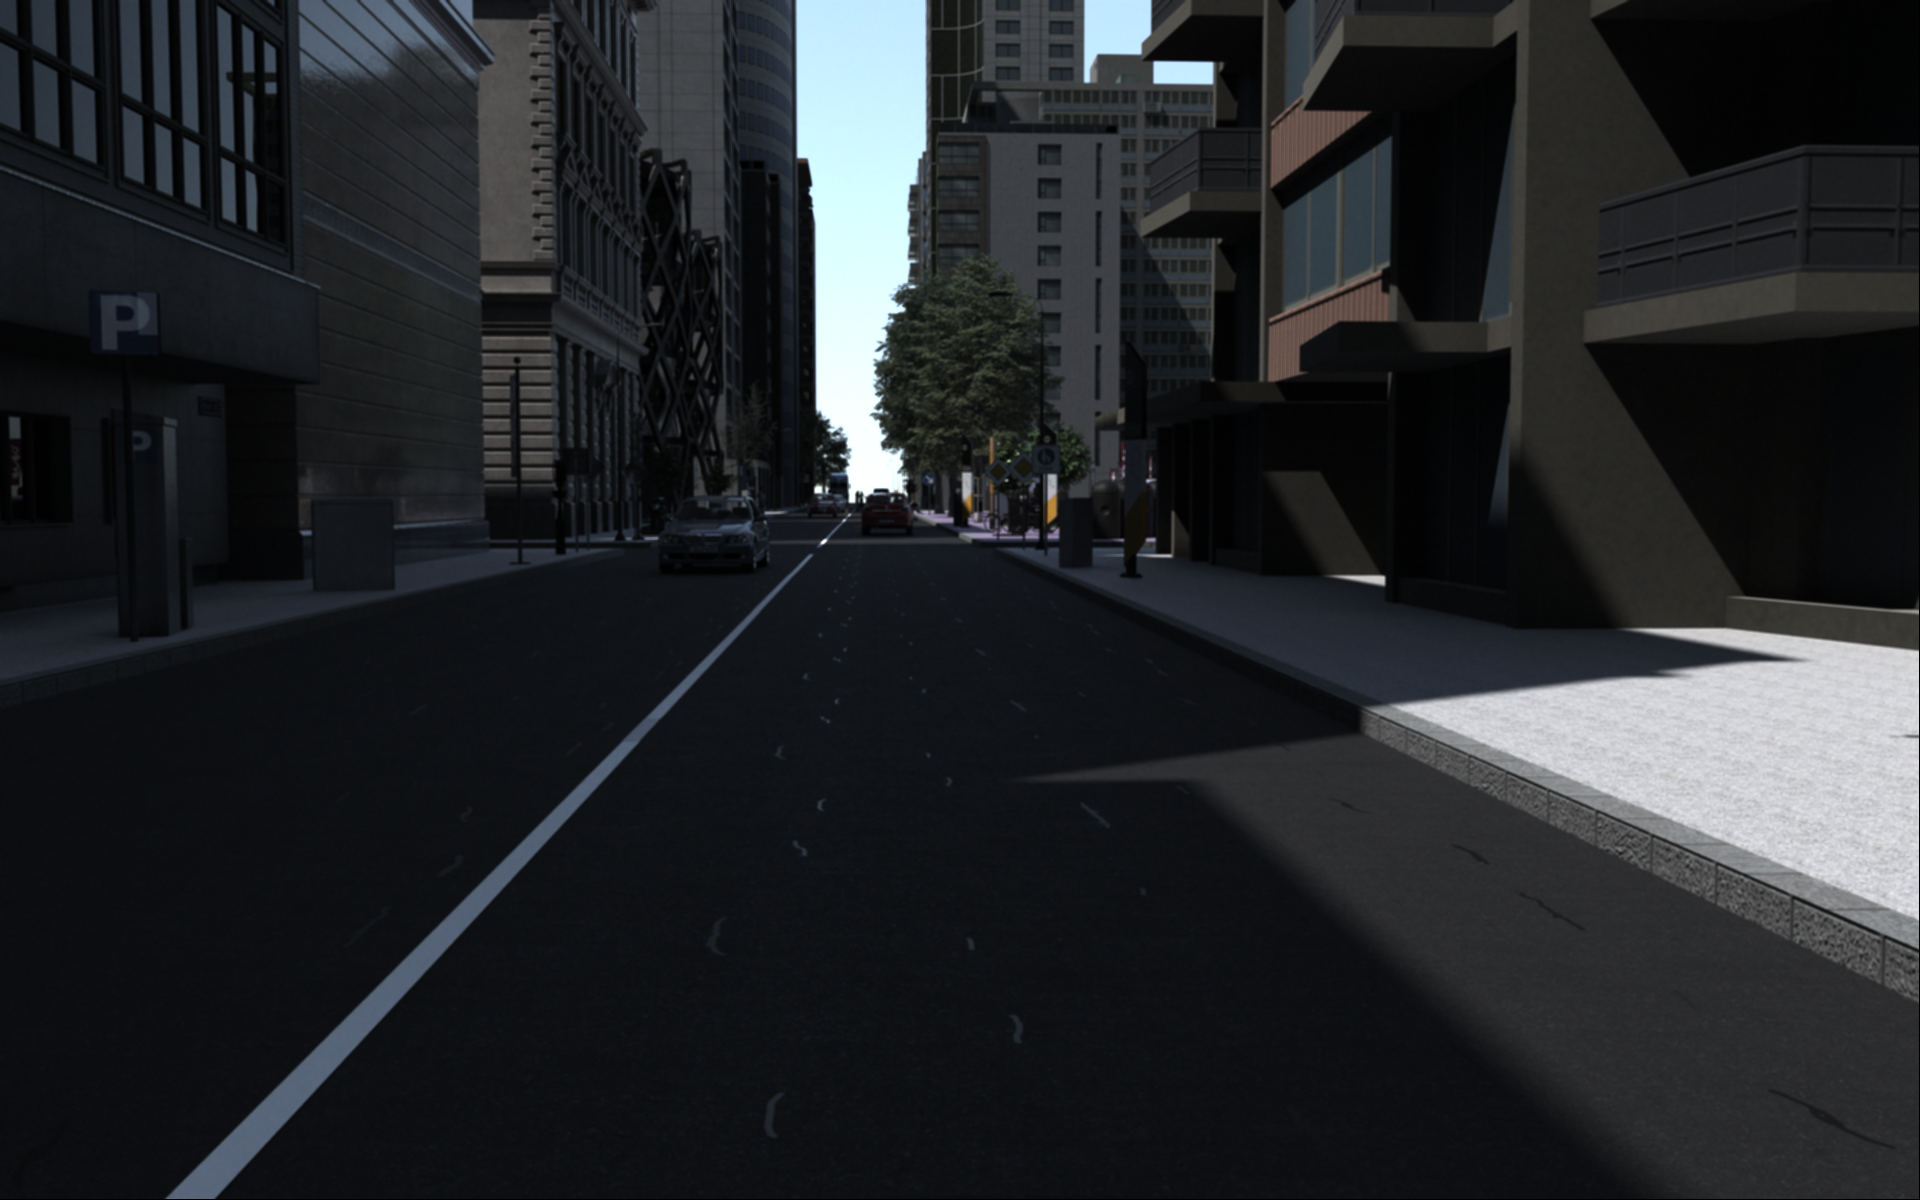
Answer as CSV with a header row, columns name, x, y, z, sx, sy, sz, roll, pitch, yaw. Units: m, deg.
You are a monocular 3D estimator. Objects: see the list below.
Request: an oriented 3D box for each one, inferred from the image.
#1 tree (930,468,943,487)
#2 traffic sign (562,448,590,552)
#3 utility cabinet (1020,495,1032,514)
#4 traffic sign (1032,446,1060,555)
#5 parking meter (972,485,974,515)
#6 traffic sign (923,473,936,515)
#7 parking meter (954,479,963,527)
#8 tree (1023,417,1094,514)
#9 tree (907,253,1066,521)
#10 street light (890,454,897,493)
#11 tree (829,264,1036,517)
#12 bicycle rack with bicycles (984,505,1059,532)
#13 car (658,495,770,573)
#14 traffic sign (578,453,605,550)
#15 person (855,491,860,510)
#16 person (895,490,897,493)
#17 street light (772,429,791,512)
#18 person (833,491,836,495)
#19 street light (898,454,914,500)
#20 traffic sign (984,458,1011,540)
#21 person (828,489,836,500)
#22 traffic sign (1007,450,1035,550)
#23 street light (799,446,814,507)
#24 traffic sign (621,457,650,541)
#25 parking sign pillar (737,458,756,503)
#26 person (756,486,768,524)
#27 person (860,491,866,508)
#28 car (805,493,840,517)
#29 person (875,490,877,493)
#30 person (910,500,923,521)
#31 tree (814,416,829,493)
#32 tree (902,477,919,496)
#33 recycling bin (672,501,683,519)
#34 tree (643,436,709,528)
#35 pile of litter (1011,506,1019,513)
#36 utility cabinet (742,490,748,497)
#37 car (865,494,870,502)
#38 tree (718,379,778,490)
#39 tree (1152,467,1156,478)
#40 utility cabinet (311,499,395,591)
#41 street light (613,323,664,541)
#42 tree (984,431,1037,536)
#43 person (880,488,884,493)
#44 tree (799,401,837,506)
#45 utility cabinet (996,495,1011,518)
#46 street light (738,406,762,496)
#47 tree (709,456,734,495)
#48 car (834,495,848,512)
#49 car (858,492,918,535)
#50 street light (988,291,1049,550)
name,x,y,z,sx,sy,sz,roll,pitch,yaw
tree,-1.387,-10.787,126.727,4.737,8.622,4.395,0,3,0
traffic sign,-8.482,-2.212,38.304,0.606,2.300,0.079,0,4,-3
utility cabinet,3.145,-4.067,77.655,1.020,1.237,0.306,3,5,43
traffic sign,1.792,-2.076,36.079,0.606,2.300,0.079,0,4,4
parking meter,0.942,-6.148,106.225,0.255,1.863,0.399,2,4,30
traffic sign,-1.858,-6.450,105.560,0.768,2.556,0.104,0,4,0
parking meter,-0.052,-3.831,68.354,0.399,1.863,0.255,0,4,1
tree,4.135,-5.538,74.258,4.285,4.588,4.351,0,3,0
tree,1.289,-10.039,82.270,7.486,12.596,7.792,0,3,0
street light,-7.041,-13.849,198.969,1.470,5.913,1.316,0,4,-3
tree,-0.395,-11.521,95.017,9.857,13.997,8.962,0,3,0
bicycle rack with bicycles,2.242,-2.733,58.069,2.925,0.926,2.852,-1,4,-13
car,-4.636,-1.289,33.072,2.014,1.417,4.499,0,4,-1
traffic sign,-8.463,-2.186,39.383,0.795,2.450,0.064,0,4,-3
person,-9.415,-9.184,159.326,0.621,1.740,0.551,-3,5,-43
person,-4.594,-7.083,125.026,1.217,1.735,0.721,-1,4,-11
street light,-12.716,-9.241,123.637,1.470,5.913,1.316,0,4,-3
person,-10.831,-8.587,149.719,1.217,1.723,0.721,1,4,21
street light,-4.714,-11.201,155.684,1.470,5.913,1.316,0,4,-3
traffic sign,1.052,-2.704,47.854,0.795,2.450,0.064,0,4,-3
person,-10.223,-7.772,135.586,1.348,1.822,0.705,-3,4,-37
traffic sign,1.468,-2.216,39.879,0.795,2.450,0.064,0,4,-3
street light,-14.938,-11.910,167.274,1.470,5.913,1.316,0,4,-3
traffic sign,-8.880,-2.674,47.358,0.795,2.450,0.064,0,4,-3
parking sign pillar,-14.639,-7.983,118.989,1.447,3.967,1.447,-3,5,-44
person,-9.357,-4.446,81.285,0.778,1.811,0.616,-1,4,-12
person,-10.028,-10.157,175.348,1.217,1.735,0.721,2,4,33
car,-8.548,-6.026,107.561,2.155,1.783,4.494,0,4,-5
person,-6.363,-7.540,132.303,1.217,1.766,0.721,-1,4,-19
person,-2.457,-4.503,87.626,1.012,1.151,0.738,2,4,33
tree,-21.974,-22.815,279.677,9.857,13.997,8.962,0,3,0
tree,-4.900,-10.817,171.463,1.663,3.219,1.824,0,3,0
recycling bin,-13.947,-4.506,86.223,0.722,1.027,0.722,-1,4,-17
tree,-9.726,-3.875,57.962,1.663,3.219,1.824,0,3,0
pile of litter,2.918,-5.165,98.406,1.176,0.858,1.719,0,4,4
utility cabinet,-11.557,-5.156,92.986,0.318,1.500,1.173,0,4,-5
car,-12.463,-14.367,246.700,2.131,1.459,4.920,0,4,-1
tree,-13.788,-9.881,111.909,4.360,8.622,3.978,0,3,0
tree,11.901,-6.606,102.616,1.663,3.219,1.824,0,3,0
utility cabinet,-8.092,-0.730,23.092,1.020,1.237,0.306,-1,4,-23
street light,-8.748,-4.565,47.182,1.470,5.913,1.316,0,4,-3
tree,1.396,-3.568,52.933,1.663,3.219,1.824,0,3,0
person,-5.808,-7.460,130.104,1.348,1.869,0.705,1,4,10
tree,-17.643,-16.319,192.578,9.928,11.665,9.643,0,3,0
utility cabinet,2.226,-4.917,91.548,1.020,1.237,0.306,-3,4,-38
street light,-11.068,-7.244,90.985,1.470,5.913,1.316,0,4,-3
tree,-12.101,-5.676,87.408,1.663,3.219,1.824,0,3,0
car,-10.092,-7.791,139.743,2.083,1.381,4.827,0,4,-2
car,-2.565,-3.220,61.694,2.155,1.783,4.494,0,4,-1
street light,1.345,-4.115,39.823,1.470,5.913,1.316,0,4,-3
